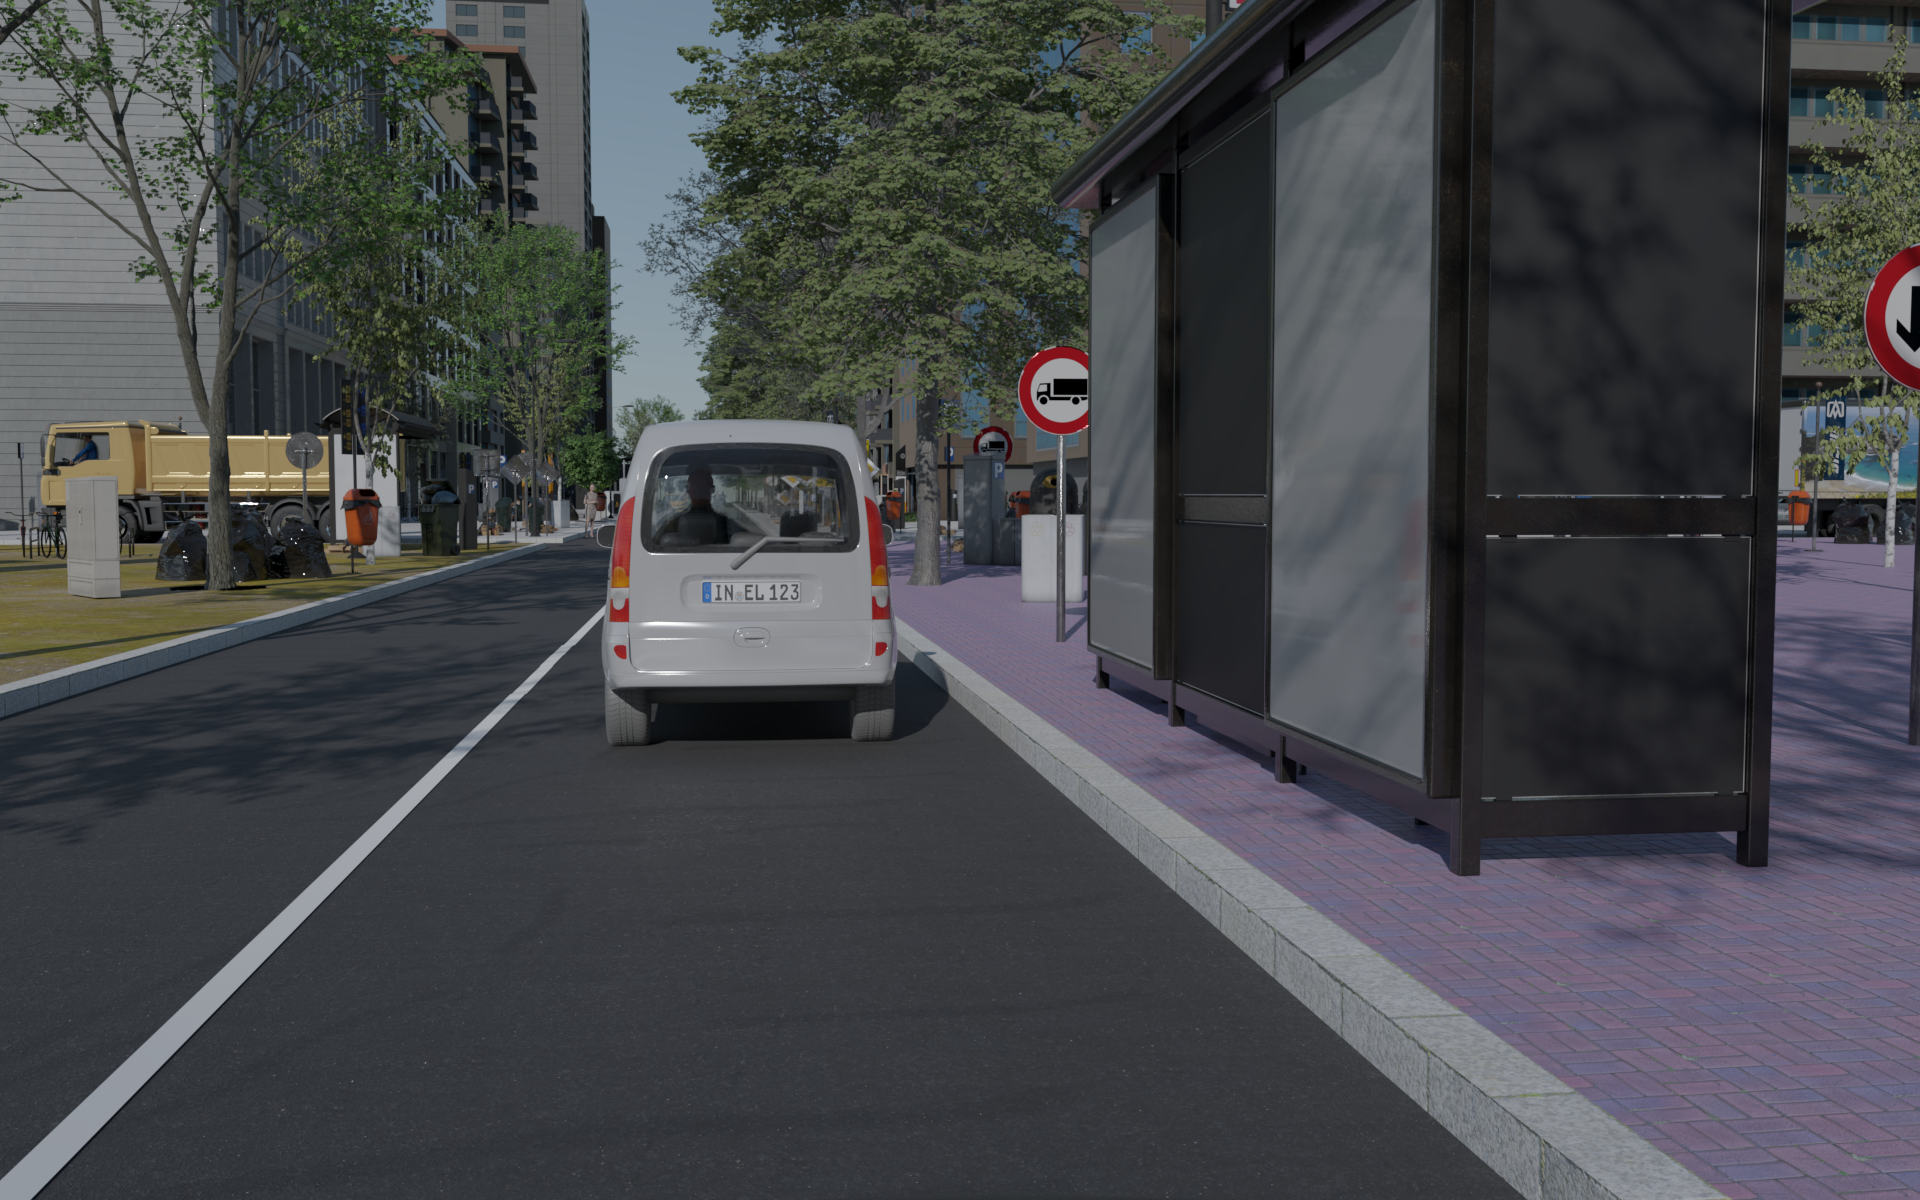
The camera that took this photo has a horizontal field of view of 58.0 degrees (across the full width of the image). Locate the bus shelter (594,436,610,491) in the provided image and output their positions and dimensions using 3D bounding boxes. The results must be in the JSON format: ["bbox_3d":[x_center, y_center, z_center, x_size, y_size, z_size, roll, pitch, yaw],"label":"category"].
[{"bbox_3d":[-24.462,-8.676,119.490,2.179,5.291,8.768,0,4,-8],"label":"bus shelter"}]

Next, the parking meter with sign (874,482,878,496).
[{"bbox_3d":[-5.146,-7.069,111.839,1.738,3.016,0.543,1,4,13],"label":"parking meter with sign"}]

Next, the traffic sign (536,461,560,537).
[{"bbox_3d":[-12.445,-2.967,52.146,0.795,2.450,0.064,0,4,-8],"label":"traffic sign"}]

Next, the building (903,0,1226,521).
[{"bbox_3d":[4.443,-26.860,89.272,14.600,45.320,14.200,0,4,-8],"label":"building"}]

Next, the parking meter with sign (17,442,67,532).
[{"bbox_3d":[-30.889,-3.821,58.732,1.738,3.016,0.543,-1,4,-18],"label":"parking meter with sign"}]

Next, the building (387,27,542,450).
[{"bbox_3d":[-52.314,-31.276,165.979,22.147,44.769,28.867,0,4,-8],"label":"building"}]

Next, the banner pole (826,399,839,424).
[{"bbox_3d":[-3.348,-3.407,45.721,0.401,3.779,0.863,-2,4,-29],"label":"banner pole"}]

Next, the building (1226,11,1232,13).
[{"bbox_3d":[10.964,-25.807,72.049,14.200,45.320,14.600,0,4,-8],"label":"building"}]

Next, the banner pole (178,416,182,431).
[{"bbox_3d":[-25.049,-4.015,55.668,0.401,3.779,0.863,-1,4,-17],"label":"banner pole"}]

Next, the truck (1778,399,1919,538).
[{"bbox_3d":[30.257,-3.921,53.017,11.283,4.237,2.839,0,4,-7],"label":"truck"}]

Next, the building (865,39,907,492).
[{"bbox_3d":[2.574,-30.858,159.155,22.147,44.769,28.867,0,4,-8],"label":"building"}]

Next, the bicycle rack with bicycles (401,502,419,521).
[{"bbox_3d":[-25.334,-4.242,82.743,2.925,0.926,2.852,-3,5,-41],"label":"bicycle rack with bicycles"}]

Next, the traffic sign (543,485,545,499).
[{"bbox_3d":[-21.686,-5.523,90.300,0.884,2.594,0.081,0,3,0],"label":"traffic sign"}]

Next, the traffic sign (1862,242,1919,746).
[{"bbox_3d":[4.894,-0.530,8.779,0.768,2.556,0.104,0,4,-4],"label":"traffic sign"}]

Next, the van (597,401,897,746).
[{"bbox_3d":[-1.386,-0.262,11.300,2.013,2.044,4.112,0,4,-8],"label":"van"}]

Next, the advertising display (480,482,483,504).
[{"bbox_3d":[-26.096,-5.504,95.205,0.123,1.923,0.974,1,4,14],"label":"advertising display"}]

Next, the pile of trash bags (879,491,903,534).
[{"bbox_3d":[-2.849,-2.899,57.148,1.912,1.369,3.447,-2,4,-31],"label":"pile of trash bags"}]

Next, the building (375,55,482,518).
[{"bbox_3d":[-41.542,-18.420,105.682,19.350,26.468,34.151,0,4,-8],"label":"building"}]

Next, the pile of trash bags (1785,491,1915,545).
[{"bbox_3d":[23.227,-2.165,45.145,1.912,1.369,3.447,-3,4,-37],"label":"pile of trash bags"}]

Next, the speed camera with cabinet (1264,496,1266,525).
[{"bbox_3d":[7.970,-3.071,44.554,2.038,3.252,0.660,-3,4,-38],"label":"speed camera with cabinet"}]

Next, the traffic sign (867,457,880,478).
[{"bbox_3d":[-2.851,-3.170,53.014,0.795,2.450,0.064,0,4,-2],"label":"traffic sign"}]

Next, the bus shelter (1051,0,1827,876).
[{"bbox_3d":[1.883,-1.978,9.980,2.179,5.291,8.768,0,4,-8],"label":"bus shelter"}]

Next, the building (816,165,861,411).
[{"bbox_3d":[-9.607,-38.271,249.431,21.300,48.544,21.600,0,4,-8],"label":"building"}]

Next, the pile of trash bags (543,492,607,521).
[{"bbox_3d":[-18.687,-4.488,83.130,3.447,1.369,1.912,-1,4,-8],"label":"pile of trash bags"}]

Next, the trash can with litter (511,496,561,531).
[{"bbox_3d":[-14.913,-3.018,60.394,2.233,1.210,1.678,0,4,-7],"label":"trash can with litter"}]

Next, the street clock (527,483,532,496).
[{"bbox_3d":[-26.621,-6.276,107.176,0.471,2.002,0.358,-3,5,-44],"label":"street clock"}]

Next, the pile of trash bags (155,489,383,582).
[{"bbox_3d":[-10.453,-1.040,26.758,1.912,1.369,3.447,2,4,34],"label":"pile of trash bags"}]

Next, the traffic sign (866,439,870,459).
[{"bbox_3d":[-4.444,-4.282,63.876,2.265,3.308,0.079,0,4,-2],"label":"traffic sign"}]

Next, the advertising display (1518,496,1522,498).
[{"bbox_3d":[24.764,-4.420,77.484,0.123,1.923,0.974,-2,4,-25],"label":"advertising display"}]

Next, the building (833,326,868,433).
[{"bbox_3d":[-10.238,-28.102,231.175,14.160,30.474,14.107,0,4,-8],"label":"building"}]

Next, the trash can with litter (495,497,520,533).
[{"bbox_3d":[-15.156,-2.813,57.383,0.624,1.170,1.055,0,4,7],"label":"trash can with litter"}]

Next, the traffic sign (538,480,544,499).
[{"bbox_3d":[-20.468,-5.120,84.901,0.795,2.450,0.064,0,4,-4],"label":"traffic sign"}]

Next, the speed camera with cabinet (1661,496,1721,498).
[{"bbox_3d":[26.592,-4.201,63.014,0.660,3.252,2.038,-3,4,-37],"label":"speed camera with cabinet"}]

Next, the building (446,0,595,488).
[{"bbox_3d":[-61.596,-49.661,250.216,20.563,71.187,20.611,0,4,-8],"label":"building"}]

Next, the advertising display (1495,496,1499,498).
[{"bbox_3d":[30.123,-5.548,95.919,0.974,1.923,0.123,2,4,28],"label":"advertising display"}]

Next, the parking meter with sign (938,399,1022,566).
[{"bbox_3d":[0.430,-2.149,31.390,1.738,3.016,0.543,3,5,39],"label":"parking meter with sign"}]

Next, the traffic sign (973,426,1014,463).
[{"bbox_3d":[0.617,-1.980,32.474,0.768,2.556,0.104,0,4,-1],"label":"traffic sign"}]

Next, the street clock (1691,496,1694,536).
[{"bbox_3d":[16.700,-2.135,39.474,0.471,2.002,0.358,1,4,11],"label":"street clock"}]

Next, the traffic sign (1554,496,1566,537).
[{"bbox_3d":[4.297,-0.751,12.391,0.768,2.556,0.104,0,4,-6],"label":"traffic sign"}]

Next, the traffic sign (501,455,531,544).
[{"bbox_3d":[-11.351,-2.483,44.236,0.795,2.450,0.064,0,4,-8],"label":"traffic sign"}]

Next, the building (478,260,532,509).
[{"bbox_3d":[-49.796,-17.914,137.933,27.650,21.520,28.899,0,4,-8],"label":"building"}]

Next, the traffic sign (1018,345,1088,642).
[{"bbox_3d":[0.876,-0.908,14.957,0.768,2.556,0.104,0,4,-3],"label":"traffic sign"}]

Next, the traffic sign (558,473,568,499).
[{"bbox_3d":[-22.542,-6.017,98.486,0.768,2.556,0.104,0,4,2],"label":"traffic sign"}]

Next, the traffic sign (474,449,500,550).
[{"bbox_3d":[-10.766,-2.283,39.460,0.606,2.300,0.079,0,4,1],"label":"traffic sign"}]

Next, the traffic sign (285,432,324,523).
[{"bbox_3d":[-13.388,-2.158,35.394,0.768,2.556,0.104,0,4,-2],"label":"traffic sign"}]

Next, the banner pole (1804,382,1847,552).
[{"bbox_3d":[19.384,-2.979,38.730,0.863,3.779,0.401,0,4,2],"label":"banner pole"}]

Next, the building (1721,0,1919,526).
[{"bbox_3d":[39.872,-27.872,79.409,21.600,48.544,21.300,0,4,-8],"label":"building"}]

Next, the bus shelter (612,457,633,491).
[{"bbox_3d":[-21.025,-7.254,109.887,1.731,3.624,6.357,0,4,-8],"label":"bus shelter"}]

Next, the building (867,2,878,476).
[{"bbox_3d":[-0.907,-45.538,182.796,20.563,71.187,20.611,0,4,-8],"label":"building"}]

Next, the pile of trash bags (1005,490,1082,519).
[{"bbox_3d":[2.974,-2.882,56.875,3.447,1.369,1.912,3,5,41],"label":"pile of trash bags"}]

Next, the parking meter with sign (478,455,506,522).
[{"bbox_3d":[-21.207,-5.019,78.324,1.738,3.016,0.543,3,5,43],"label":"parking meter with sign"}]

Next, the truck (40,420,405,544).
[{"bbox_3d":[-20.263,-3.114,46.843,9.791,3.379,3.469,0,4,-8],"label":"truck"}]

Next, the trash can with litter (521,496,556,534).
[{"bbox_3d":[-13.612,-2.755,56.436,1.055,1.170,0.624,2,4,29],"label":"trash can with litter"}]

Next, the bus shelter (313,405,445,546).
[{"bbox_3d":[-13.790,-2.912,41.529,2.014,3.302,5.546,0,4,-8],"label":"bus shelter"}]

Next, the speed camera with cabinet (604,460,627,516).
[{"bbox_3d":[-19.762,-6.491,100.456,0.660,3.252,2.038,2,4,28],"label":"speed camera with cabinet"}]

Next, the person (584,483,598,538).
[{"bbox_3d":[-12.003,-2.909,56.401,0.374,1.781,0.599,3,5,44],"label":"person"}]

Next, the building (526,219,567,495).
[{"bbox_3d":[-65.500,-32.778,227.794,32.217,40.220,23.993,0,4,-8],"label":"building"}]

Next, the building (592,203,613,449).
[{"bbox_3d":[-61.629,-37.881,269.472,14.600,45.320,14.200,0,4,-8],"label":"building"}]

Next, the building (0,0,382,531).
[{"bbox_3d":[-33.490,-18.164,74.470,11.434,29.767,29.804,0,4,-8],"label":"building"}]

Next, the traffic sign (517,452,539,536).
[{"bbox_3d":[-13.217,-3.221,52.767,0.768,2.556,0.104,0,4,-5],"label":"traffic sign"}]
